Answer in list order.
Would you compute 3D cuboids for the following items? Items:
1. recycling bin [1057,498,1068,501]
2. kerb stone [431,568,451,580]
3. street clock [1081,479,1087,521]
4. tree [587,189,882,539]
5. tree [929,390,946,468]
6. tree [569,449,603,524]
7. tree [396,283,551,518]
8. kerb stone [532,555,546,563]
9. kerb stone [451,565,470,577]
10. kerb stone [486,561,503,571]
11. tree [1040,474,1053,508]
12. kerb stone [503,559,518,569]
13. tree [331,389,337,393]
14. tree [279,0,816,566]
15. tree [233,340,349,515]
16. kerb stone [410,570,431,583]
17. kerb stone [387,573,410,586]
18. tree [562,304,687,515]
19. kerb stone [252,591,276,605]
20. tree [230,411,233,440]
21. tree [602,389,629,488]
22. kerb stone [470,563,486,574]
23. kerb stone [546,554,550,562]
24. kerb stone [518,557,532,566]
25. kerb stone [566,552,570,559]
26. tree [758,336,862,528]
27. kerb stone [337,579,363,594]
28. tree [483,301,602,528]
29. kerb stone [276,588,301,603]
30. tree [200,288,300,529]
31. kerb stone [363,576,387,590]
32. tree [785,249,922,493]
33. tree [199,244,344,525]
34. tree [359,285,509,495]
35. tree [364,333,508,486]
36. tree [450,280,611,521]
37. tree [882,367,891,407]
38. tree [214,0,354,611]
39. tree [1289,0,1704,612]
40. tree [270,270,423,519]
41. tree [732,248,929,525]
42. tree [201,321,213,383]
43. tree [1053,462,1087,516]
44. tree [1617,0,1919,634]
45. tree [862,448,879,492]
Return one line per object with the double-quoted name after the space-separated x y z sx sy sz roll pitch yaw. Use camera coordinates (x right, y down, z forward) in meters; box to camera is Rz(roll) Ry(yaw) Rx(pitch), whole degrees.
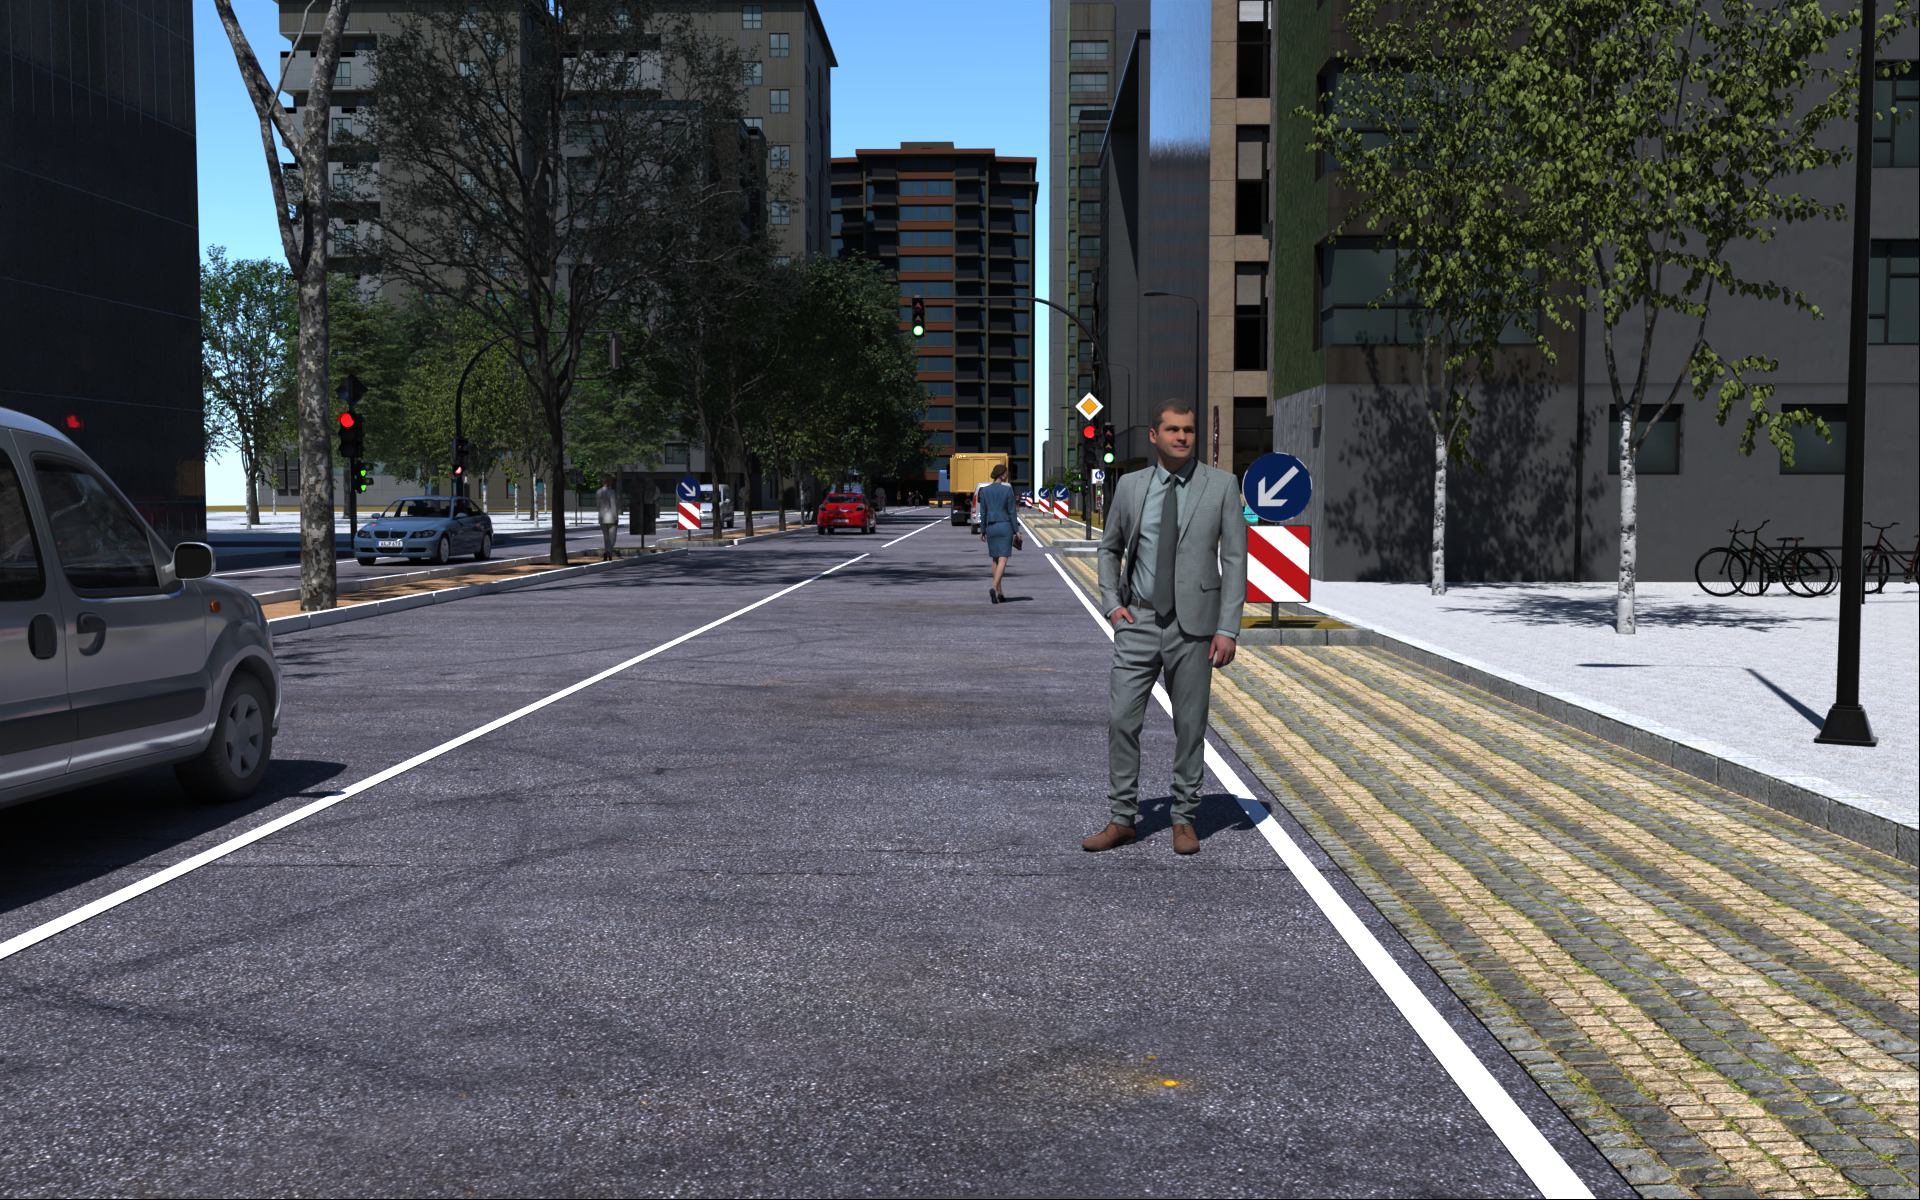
6.672 -6.120 112.608 0.722 1.027 0.722 0 4 1 "recycling bin"
-8.845 -0.429 29.214 0.120 0.150 1.000 0 4 1 "kerb stone"
5.962 -4.793 82.939 0.471 2.002 0.358 1 4 8 "street clock"
-7.009 -6.941 50.353 8.767 10.594 7.601 0 4 1 "tree"
-5.713 -11.449 106.652 9.611 12.733 9.660 0 3 0 "tree"
-16.158 -4.830 73.577 1.663 3.219 1.824 0 3 0 "tree"
-16.547 -6.705 59.994 4.737 8.622 4.395 0 3 0 "tree"
-8.707 -0.806 35.369 0.120 0.150 1.000 0 4 1 "kerb stone"
-8.819 -0.492 30.236 0.120 0.150 1.000 0 4 1 "kerb stone"
-8.778 -0.617 32.286 0.120 0.150 1.000 0 4 1 "kerb stone"
8.626 -10.381 164.334 1.663 3.219 1.824 0 3 0 "tree"
-8.757 -0.680 33.318 0.120 0.150 1.000 0 4 1 "kerb stone"
-40.985 -9.802 110.626 4.360 8.622 3.978 0 3 0 "tree"
-7.996 -7.417 34.093 12.009 13.543 11.850 0 3 0 "tree"
-30.071 -7.943 80.229 4.737 8.622 4.395 0 3 0 "tree"
-8.872 -0.362 28.186 0.120 0.150 1.000 0 4 1 "kerb stone"
-8.899 -0.304 27.164 0.120 0.150 1.000 0 4 1 "kerb stone"
-20.120 -11.379 104.166 7.486 12.596 7.792 0 3 0 "tree"
-9.000 0.015 22.029 0.120 0.150 1.000 0 4 1 "kerb stone"
-41.788 -9.445 104.783 4.737 8.622 4.395 0 3 0 "tree"
-24.701 -10.431 120.904 4.360 8.622 3.978 0 3 0 "tree"
-8.802 -0.549 31.258 0.120 0.150 1.000 0 4 1 "kerb stone"
-8.689 -0.867 36.391 0.120 0.150 1.000 0 4 1 "kerb stone"
-8.732 -0.743 34.345 0.120 0.150 1.000 0 4 1 "kerb stone"
-8.663 -0.928 37.413 0.120 0.150 1.000 0 4 1 "kerb stone"
-6.596 -7.320 72.507 4.737 8.622 4.395 0 3 0 "tree"
-8.937 -0.178 25.105 0.120 0.150 1.000 0 4 1 "kerb stone"
-16.101 -7.059 65.776 4.360 8.622 3.978 0 3 0 "tree"
-8.987 -0.052 23.051 0.120 0.150 1.000 0 4 1 "kerb stone"
-26.032 -6.936 63.768 4.360 8.622 3.978 0 3 0 "tree"
-8.915 -0.241 26.135 0.120 0.150 1.000 0 4 1 "kerb stone"
-6.370 -11.102 90.634 9.857 13.997 8.962 0 3 0 "tree"
-29.597 -8.961 72.269 9.928 11.665 9.643 0 3 0 "tree"
-31.961 -12.164 105.529 9.857 13.997 8.962 0 3 0 "tree"
-36.060 -12.329 118.590 9.611 12.733 9.660 0 3 0 "tree"
-20.521 -9.638 83.340 9.928 11.665 9.643 0 3 0 "tree"
-7.014 -7.411 58.042 8.767 10.594 7.601 0 4 1 "tree"
-9.064 -9.980 21.523 12.611 20.169 13.585 0 3 0 "tree"
6.304 -4.363 21.691 4.737 8.622 4.395 0 3 0 "tree"
-31.518 -10.439 88.797 7.486 12.596 7.792 0 3 0 "tree"
-6.581 -9.828 80.151 9.611 12.733 9.660 0 3 0 "tree"
-40.545 -8.965 80.995 8.767 10.594 7.601 0 4 5 "tree"
7.010 -7.036 109.635 1.663 3.219 1.824 0 3 0 "tree"
6.099 -3.978 15.402 4.737 8.622 4.395 0 3 0 "tree"
-6.248 -8.933 98.872 4.737 8.622 4.395 0 3 0 "tree"
